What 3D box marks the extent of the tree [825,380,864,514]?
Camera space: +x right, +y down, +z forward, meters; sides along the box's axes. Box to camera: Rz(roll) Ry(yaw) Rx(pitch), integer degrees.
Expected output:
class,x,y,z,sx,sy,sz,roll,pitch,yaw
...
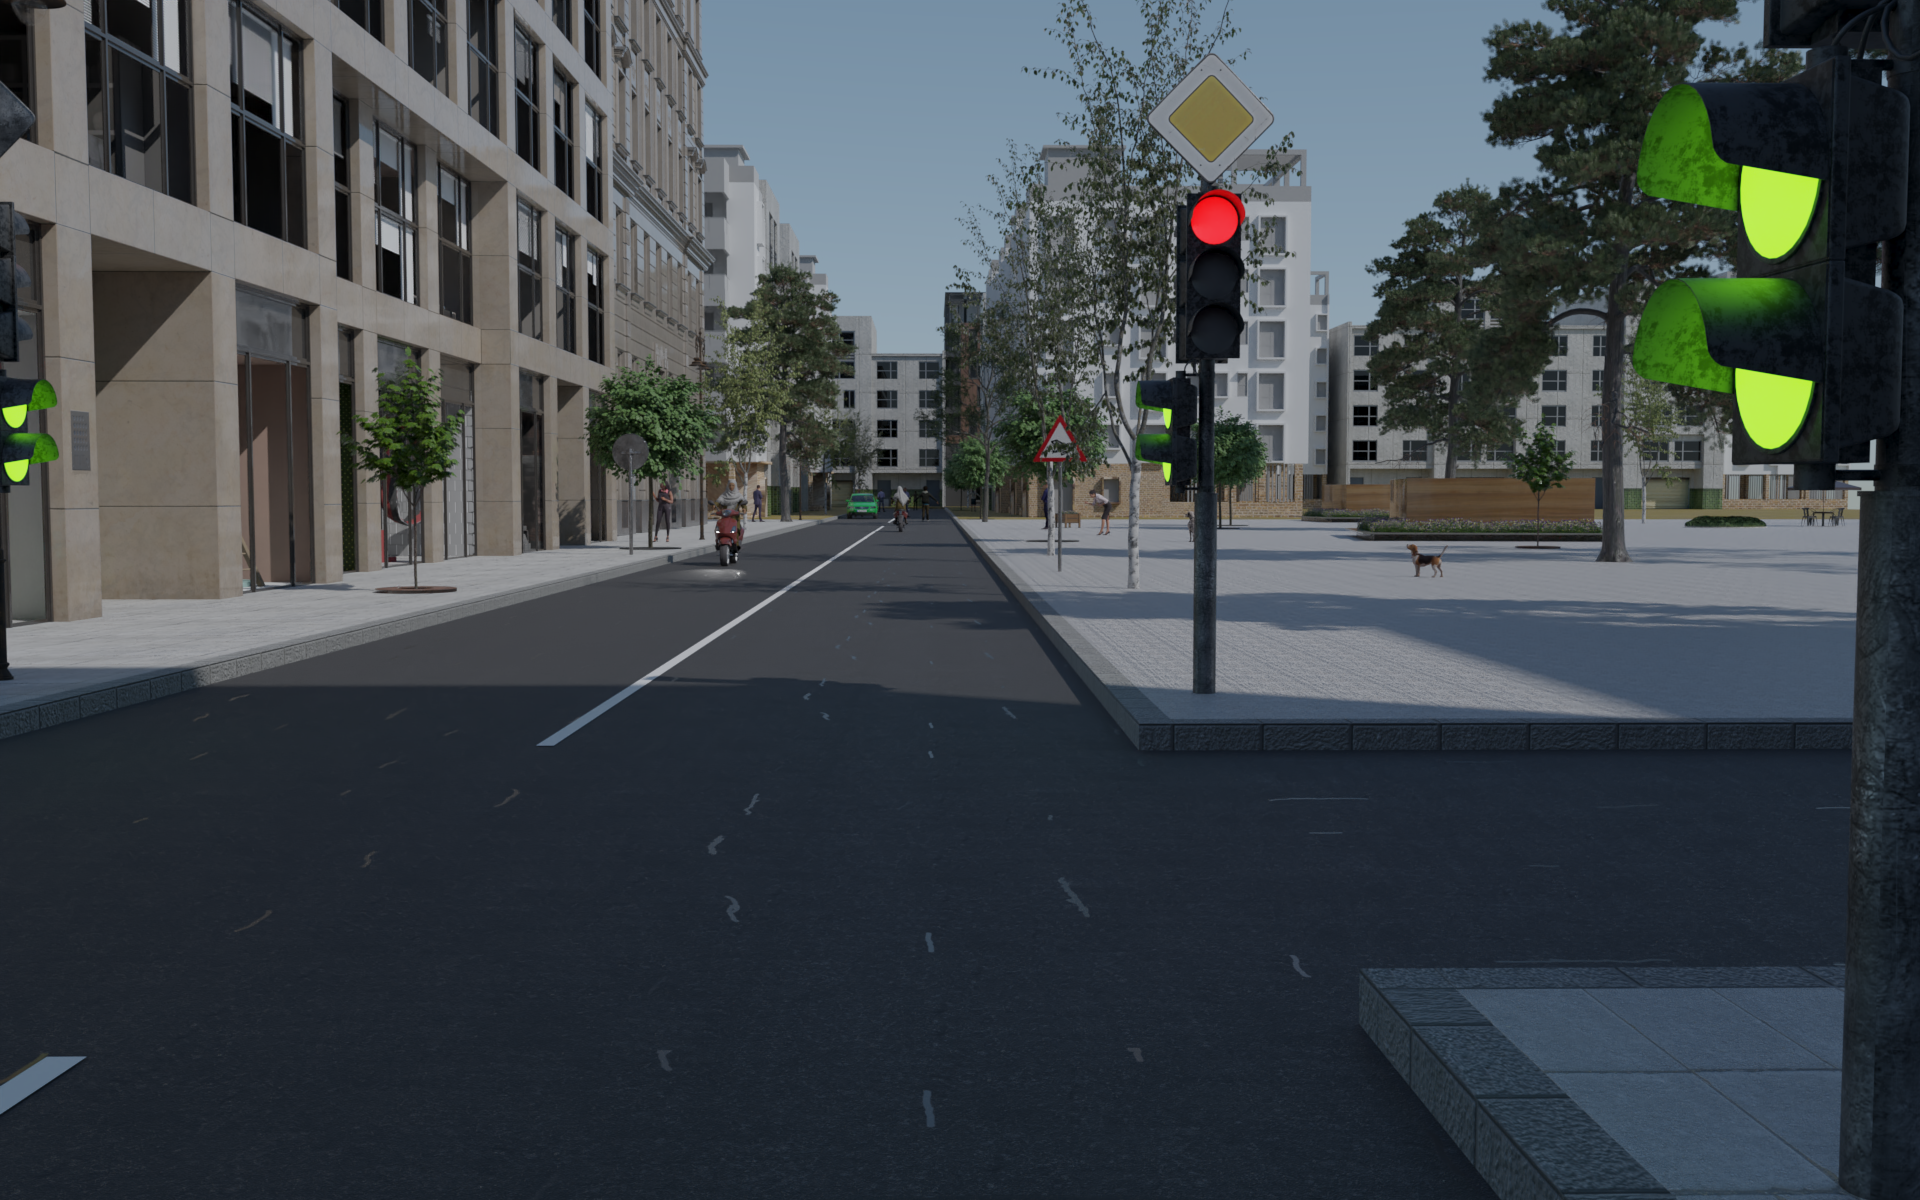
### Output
class,x,y,z,sx,sy,sz,roll,pitch,yaw
tree,-8.329,-9.771,110.114,4.737,8.622,4.395,0,3,0

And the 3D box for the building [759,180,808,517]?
class,x,y,z,sx,sy,sz,roll,pitch,yaw
building,-19.496,-15.098,113.314,16.747,18.905,31.486,0,4,-1

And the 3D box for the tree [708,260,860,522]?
class,x,y,z,sx,sy,sz,roll,pitch,yaw
tree,-8.155,-9.649,79.817,6.751,12.117,7.091,0,3,0

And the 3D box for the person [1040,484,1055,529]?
class,x,y,z,sx,sy,sz,roll,pitch,yaw
person,3.128,-3.441,63.014,0.504,1.737,0.576,2,4,24

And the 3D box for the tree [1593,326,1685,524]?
class,x,y,z,sx,sy,sz,roll,pitch,yaw
tree,29.605,-7.614,74.859,4.737,8.622,4.395,0,3,0

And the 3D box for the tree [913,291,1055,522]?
class,x,y,z,sx,sy,sz,roll,pitch,yaw
tree,1.476,-8.845,79.035,7.601,10.594,8.767,-1,4,-14

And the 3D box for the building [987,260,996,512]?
class,x,y,z,sx,sy,sz,roll,pitch,yaw
building,9.995,-16.332,123.445,16.016,20.091,11.380,0,4,-1

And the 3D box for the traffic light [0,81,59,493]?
class,x,y,z,sx,sy,sz,roll,pitch,yaw
traffic light,-6.203,-1.326,10.928,0.839,4.213,0.868,0,4,-1

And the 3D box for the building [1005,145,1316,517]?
class,x,y,z,sx,sy,sz,roll,pitch,yaw
building,11.005,-14.889,99.859,16.016,20.091,11.380,0,4,-1

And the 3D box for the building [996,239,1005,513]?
class,x,y,z,sx,sy,sz,roll,pitch,yaw
building,10.684,-15.603,111.526,16.016,20.091,11.380,0,4,-1

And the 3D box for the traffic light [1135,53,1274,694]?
class,x,y,z,sx,sy,sz,roll,pitch,yaw
traffic light,1.557,-1.335,11.066,0.839,4.213,0.868,0,4,-1

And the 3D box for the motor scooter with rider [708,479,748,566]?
class,x,y,z,sx,sy,sz,roll,pitch,yaw
motor scooter with rider,-4.707,-1.600,35.117,0.876,1.779,1.986,0,4,-1

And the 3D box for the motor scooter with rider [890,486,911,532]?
class,x,y,z,sx,sy,sz,roll,pitch,yaw
motor scooter with rider,-2.232,-3.485,65.948,0.876,1.779,1.986,0,4,-2

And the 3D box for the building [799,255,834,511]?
class,x,y,z,sx,sy,sz,roll,pitch,yaw
building,-17.946,-17.043,135.079,16.016,20.091,11.380,0,4,-1

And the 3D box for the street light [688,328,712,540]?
class,x,y,z,sx,sy,sz,roll,pitch,yaw
street light,-7.244,-4.628,48.454,0.468,5.910,1.993,0,4,-1

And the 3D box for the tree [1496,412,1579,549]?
class,x,y,z,sx,sy,sz,roll,pitch,yaw
tree,13.733,-2.819,40.700,1.663,3.219,1.824,0,3,0

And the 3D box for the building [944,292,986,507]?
class,x,y,z,sx,sy,sz,roll,pitch,yaw
building,14.644,-20.921,186.029,32.646,21.610,27.936,0,4,-1

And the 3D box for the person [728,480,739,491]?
class,x,y,z,sx,sy,sz,roll,pitch,yaw
person,-7.487,-3.068,56.880,0.621,1.740,0.551,-2,4,-35

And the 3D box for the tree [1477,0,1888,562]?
class,x,y,z,sx,sy,sz,roll,pitch,yaw
tree,12.337,-6.757,32.538,6.751,12.117,7.091,0,3,0

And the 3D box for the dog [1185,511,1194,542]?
class,x,y,z,sx,sy,sz,roll,pitch,yaw
dog,6.256,-1.946,46.190,0.513,0.831,0.800,1,4,9

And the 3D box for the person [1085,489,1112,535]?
class,x,y,z,sx,sy,sz,roll,pitch,yaw
person,4.336,-2.731,53.881,0.628,1.438,0.799,3,4,38

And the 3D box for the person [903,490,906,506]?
class,x,y,z,sx,sy,sz,roll,pitch,yaw
person,-5.086,-8.979,155.834,0.617,1.759,0.750,1,4,20

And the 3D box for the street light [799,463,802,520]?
class,x,y,z,sx,sy,sz,roll,pitch,yaw
street light,-7.830,-6.850,84.789,0.468,5.910,1.993,0,4,-1

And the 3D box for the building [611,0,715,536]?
class,x,y,z,sx,sy,sz,roll,pitch,yaw
building,-16.141,-16.093,60.392,12.463,27.353,25.104,0,4,-1

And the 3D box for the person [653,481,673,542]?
class,x,y,z,sx,sy,sz,roll,pitch,yaw
person,-7.936,-2.358,46.073,0.593,1.643,0.415,-2,4,-27

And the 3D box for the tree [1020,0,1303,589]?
class,x,y,z,sx,sy,sz,roll,pitch,yaw
tree,2.464,-4.474,23.512,4.360,8.622,3.978,0,3,0

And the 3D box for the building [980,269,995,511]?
class,x,y,z,sx,sy,sz,roll,pitch,yaw
building,10.522,-17.040,145.066,16.747,18.905,31.486,0,4,-1

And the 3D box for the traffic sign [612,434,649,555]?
class,x,y,z,sx,sy,sz,roll,pitch,yaw
traffic sign,-6.945,-2.227,36.511,0.768,2.556,0.104,0,4,1

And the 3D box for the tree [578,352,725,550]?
class,x,y,z,sx,sy,sz,roll,pitch,yaw
tree,-7.198,-3.458,40.257,4.285,4.588,4.351,0,3,0

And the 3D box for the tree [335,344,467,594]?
class,x,y,z,sx,sy,sz,roll,pitch,yaw
tree,-7.261,-1.711,22.578,1.663,3.219,1.824,0,3,0

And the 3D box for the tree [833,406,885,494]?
class,x,y,z,sx,sy,sz,roll,pitch,yaw
tree,-8.662,-11.903,144.971,4.360,8.622,3.978,0,3,0

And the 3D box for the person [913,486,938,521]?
class,x,y,z,sx,sy,sz,roll,pitch,yaw
person,-1.820,-5.079,91.172,1.348,1.869,0.705,0,4,2

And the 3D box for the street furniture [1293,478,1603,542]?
class,x,y,z,sx,sy,sz,roll,pitch,yaw
street furniture,13.750,-2.621,49.716,9.812,1.723,11.010,1,4,8

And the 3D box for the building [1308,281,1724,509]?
class,x,y,z,sx,sy,sz,roll,pitch,yaw
building,47.693,-17.463,151.978,31.486,18.905,16.747,0,4,-1

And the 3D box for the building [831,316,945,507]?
class,x,y,z,sx,sy,sz,roll,pitch,yaw
building,-17.332,-19.192,180.240,31.486,18.905,16.747,0,4,-1

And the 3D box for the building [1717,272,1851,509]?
class,x,y,z,sx,sy,sz,roll,pitch,yaw
building,69.720,-18.191,153.834,11.380,20.091,16.016,0,4,-1

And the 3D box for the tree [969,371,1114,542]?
class,x,y,z,sx,sy,sz,roll,pitch,yaw
tree,2.492,-3.852,46.690,4.285,4.588,4.351,0,3,0

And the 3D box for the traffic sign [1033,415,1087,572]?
class,x,y,z,sx,sy,sz,roll,pitch,yaw
traffic sign,1.648,-1.747,28.561,0.884,2.594,0.081,0,4,4

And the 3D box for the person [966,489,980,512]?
class,x,y,z,sx,sy,sz,roll,pitch,yaw
person,1.002,-7.362,127.193,1.217,1.735,0.721,1,4,14

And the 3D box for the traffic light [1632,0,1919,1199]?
class,x,y,z,sx,sy,sz,roll,pitch,yaw
traffic light,1.684,-0.846,3.082,0.839,4.213,0.868,0,4,-1

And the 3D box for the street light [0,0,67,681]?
class,x,y,z,sx,sy,sz,roll,pitch,yaw
street light,-6.634,-2.385,11.779,0.468,5.910,1.993,0,4,-1

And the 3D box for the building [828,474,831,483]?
class,x,y,z,sx,sy,sz,roll,pitch,yaw
building,-25.747,-13.065,155.756,28.070,9.664,9.099,0,4,-1

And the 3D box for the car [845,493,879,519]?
class,x,y,z,sx,sy,sz,roll,pitch,yaw
car,-5.668,-5.626,100.776,1.959,1.807,4.718,0,4,-2

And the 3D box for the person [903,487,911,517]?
class,x,y,z,sx,sy,sz,roll,pitch,yaw
person,-3.341,-5.966,105.911,0.709,1.838,0.599,-1,4,-14

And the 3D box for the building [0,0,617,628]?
class,x,y,z,sx,sy,sz,roll,pitch,yaw
building,-18.754,-13.773,29.701,19.350,26.468,34.151,0,4,-1

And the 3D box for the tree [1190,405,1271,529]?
class,x,y,z,sx,sy,sz,roll,pitch,yaw
tree,9.623,-4.905,63.912,4.285,4.588,4.351,0,3,0

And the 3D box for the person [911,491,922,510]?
class,x,y,z,sx,sy,sz,roll,pitch,yaw
person,-3.912,-8.725,151.872,1.217,1.735,0.721,0,4,-4

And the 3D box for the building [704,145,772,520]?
class,x,y,z,sx,sy,sz,roll,pitch,yaw
building,-18.283,-14.403,91.901,16.016,20.091,11.380,0,4,-1

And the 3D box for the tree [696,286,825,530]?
class,x,y,z,sx,sy,sz,roll,pitch,yaw
tree,-7.692,-6.829,62.022,4.737,8.622,4.395,0,3,0

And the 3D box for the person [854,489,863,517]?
class,x,y,z,sx,sy,sz,roll,pitch,yaw
person,-6.317,-6.033,107.688,0.990,1.755,0.434,-1,4,-9

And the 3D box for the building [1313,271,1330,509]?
class,x,y,z,sx,sy,sz,roll,pitch,yaw
building,25.442,-18.174,153.572,11.380,20.091,16.016,0,4,-1

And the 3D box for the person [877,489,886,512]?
class,x,y,z,sx,sy,sz,roll,pitch,yaw
person,-6.301,-7.963,138.557,0.709,1.838,0.599,-1,4,-8

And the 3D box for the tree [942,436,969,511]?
class,x,y,z,sx,sy,sz,roll,pitch,yaw
tree,1.067,-6.356,87.630,4.285,4.588,4.351,0,3,0

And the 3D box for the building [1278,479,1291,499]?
class,x,y,z,sx,sy,sz,roll,pitch,yaw
building,45.153,-14.375,177.174,28.070,9.664,9.099,0,4,-1

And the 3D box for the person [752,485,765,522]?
class,x,y,z,sx,sy,sz,roll,pitch,yaw
person,-9.238,-4.420,79.231,0.530,1.710,0.541,-3,5,-40
